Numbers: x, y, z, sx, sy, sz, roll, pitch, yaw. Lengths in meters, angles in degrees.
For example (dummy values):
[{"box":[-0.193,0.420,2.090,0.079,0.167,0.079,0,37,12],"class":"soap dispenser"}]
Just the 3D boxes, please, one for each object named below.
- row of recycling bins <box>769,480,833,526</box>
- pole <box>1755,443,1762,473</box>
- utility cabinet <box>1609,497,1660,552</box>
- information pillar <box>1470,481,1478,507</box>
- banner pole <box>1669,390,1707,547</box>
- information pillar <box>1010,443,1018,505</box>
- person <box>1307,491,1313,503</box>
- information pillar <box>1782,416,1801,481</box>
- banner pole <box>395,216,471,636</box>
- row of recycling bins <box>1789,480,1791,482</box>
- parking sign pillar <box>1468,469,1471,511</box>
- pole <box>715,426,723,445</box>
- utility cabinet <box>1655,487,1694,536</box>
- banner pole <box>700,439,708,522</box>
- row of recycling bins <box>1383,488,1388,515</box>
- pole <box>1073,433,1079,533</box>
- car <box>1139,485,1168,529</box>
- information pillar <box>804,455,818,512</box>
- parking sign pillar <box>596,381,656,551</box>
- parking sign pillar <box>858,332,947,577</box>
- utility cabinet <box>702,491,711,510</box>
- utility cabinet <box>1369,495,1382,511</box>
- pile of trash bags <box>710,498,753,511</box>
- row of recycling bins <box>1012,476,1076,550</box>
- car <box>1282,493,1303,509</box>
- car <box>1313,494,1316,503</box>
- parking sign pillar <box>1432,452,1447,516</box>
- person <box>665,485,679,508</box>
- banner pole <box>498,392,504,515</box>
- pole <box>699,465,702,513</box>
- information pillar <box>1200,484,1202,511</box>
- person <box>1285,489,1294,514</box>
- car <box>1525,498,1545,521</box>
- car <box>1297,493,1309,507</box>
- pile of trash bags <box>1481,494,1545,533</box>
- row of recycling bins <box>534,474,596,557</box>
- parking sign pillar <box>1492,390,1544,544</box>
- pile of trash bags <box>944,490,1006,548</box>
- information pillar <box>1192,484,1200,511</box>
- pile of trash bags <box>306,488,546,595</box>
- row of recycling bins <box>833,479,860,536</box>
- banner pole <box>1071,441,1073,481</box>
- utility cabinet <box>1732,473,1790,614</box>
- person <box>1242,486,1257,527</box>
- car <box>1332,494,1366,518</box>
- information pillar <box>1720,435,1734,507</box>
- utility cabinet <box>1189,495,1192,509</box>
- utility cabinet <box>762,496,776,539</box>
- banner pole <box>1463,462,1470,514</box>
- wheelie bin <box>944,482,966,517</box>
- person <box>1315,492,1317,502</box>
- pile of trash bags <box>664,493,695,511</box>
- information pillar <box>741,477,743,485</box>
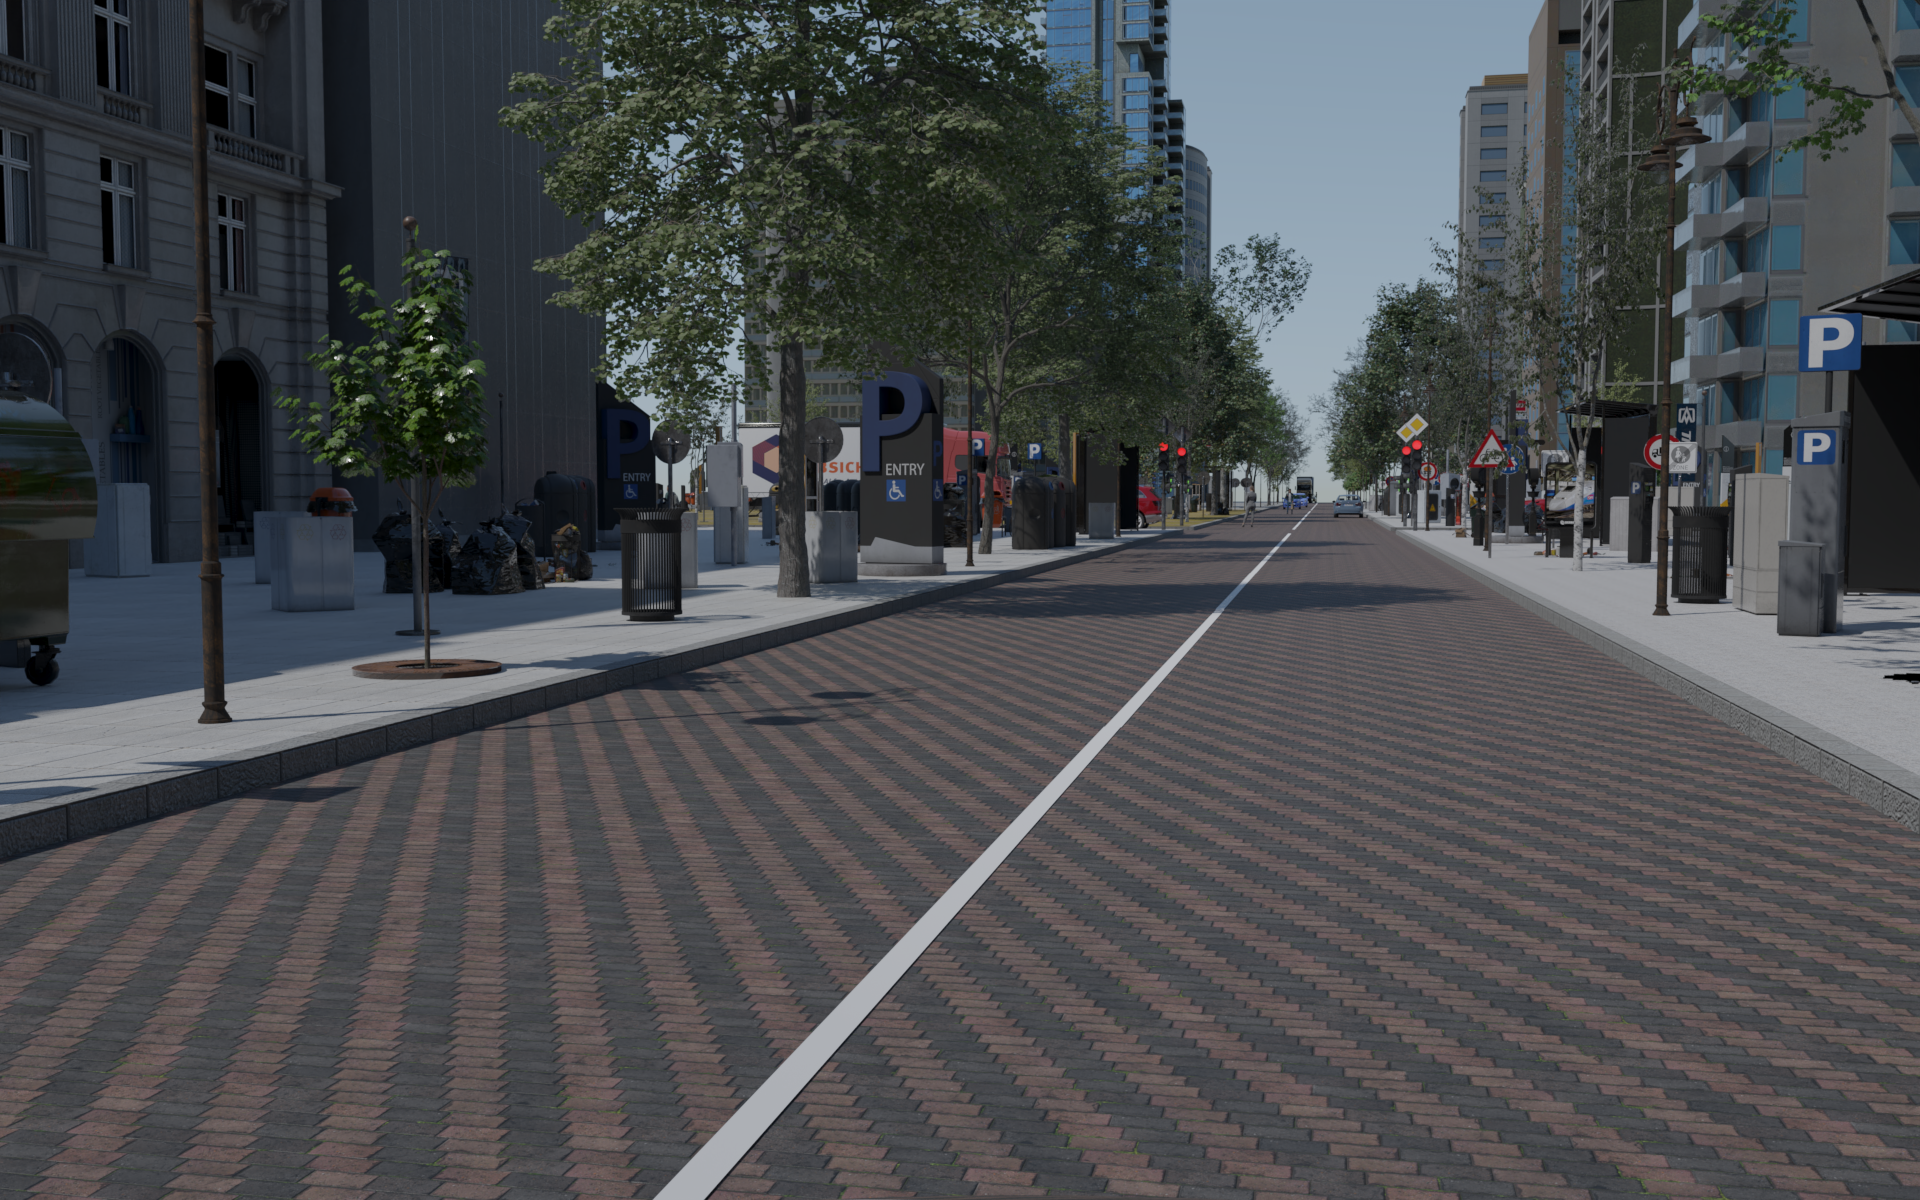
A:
[{"box":[-5.424,-3.305,61.145,3.534,1.692,1.069,3,5,42],"class":"row of recycling bins"},{"box":[31.623,-4.575,68.643,0.158,3.312,0.155,0,3,0],"class":"pole"},{"box":[15.141,-1.694,38.853,1.020,1.237,0.306,2,4,32],"class":"utility cabinet"},{"box":[28.836,-6.466,97.070,0.183,3.616,0.504,-3,4,-38],"class":"information pillar"},{"box":[17.755,-3.178,41.980,0.863,3.779,0.401,1,4,10],"class":"banner pole"},{"box":[2.373,-5.294,77.911,0.504,3.616,0.183,1,4,18],"class":"information pillar"},{"box":[53.280,-15.649,263.999,1.348,1.869,0.705,-1,4,-13],"class":"person"},{"box":[25.111,-3.728,52.305,0.183,3.616,0.504,-3,5,-42],"class":"information pillar"},{"box":[-4.818,-1.584,15.910,0.401,3.779,0.863,3,4,37],"class":"banner pole"},{"box":[20.680,-2.183,42.809,1.069,1.692,3.534,-2,4,-33],"class":"row of recycling bins"},{"box":[39.171,-8.749,131.513,1.447,3.967,1.447,3,5,41],"class":"parking sign pillar"},{"box":[-7.212,-3.551,51.908,0.158,3.312,0.155,0,3,0],"class":"pole"},{"box":[21.647,-2.687,52.617,1.173,1.500,0.318,2,4,27],"class":"utility cabinet"},{"box":[-11.597,-5.464,79.356,0.401,3.779,0.863,2,4,32],"class":"banner pole"},{"box":[26.274,-6.011,105.391,1.069,1.692,3.534,1,4,13],"class":"row of recycling bins"},{"box":[3.859,-3.897,57.553,0.158,3.312,0.155,0,3,0],"class":"pole"},{"box":[5.346,-3.562,66.914,5.304,1.827,2.281,1,4,13],"class":"car"},{"box":[-2.757,-1.629,31.132,0.304,2.012,0.304,-3,5,-43],"class":"information pillar"},{"box":[-7.682,-3.145,39.890,1.447,3.967,1.447,-2,4,-35],"class":"parking sign pillar"},{"box":[-0.925,-2.384,27.457,1.447,3.967,1.447,2,4,26],"class":"parking sign pillar"},{"box":[-20.119,-7.854,137.096,0.318,1.500,1.173,3,5,45],"class":"utility cabinet"},{"box":[32.446,-7.585,135.169,0.306,1.237,1.020,-3,5,-40],"class":"utility cabinet"},{"box":[-17.872,-7.674,135.219,3.447,1.369,1.912,0,4,5],"class":"pile of trash bags"},{"box":[1.987,-2.093,41.331,1.069,1.692,3.534,1,4,18],"class":"row of recycling bins"},{"box":[31.454,-9.444,163.994,1.945,1.707,3.694,1,4,11],"class":"car"},{"box":[58.469,-17.024,288.570,2.015,1.641,3.980,1,4,14],"class":"car"},{"box":[28.090,-6.967,102.389,1.447,3.967,1.447,0,4,-3],"class":"parking sign pillar"},{"box":[-12.063,-3.875,71.834,0.794,1.824,0.713,-2,4,-27],"class":"person"},{"box":[-11.243,-3.212,42.537,0.401,3.779,0.863,-1,4,-15],"class":"banner pole"},{"box":[-18.045,-7.740,120.398,0.158,3.312,0.155,0,3,0],"class":"pole"},{"box":[18.252,-7.810,132.186,0.304,2.012,0.304,-3,5,-43],"class":"information pillar"},{"box":[23.304,-6.950,122.113,0.794,1.824,0.713,3,4,36],"class":"person"},{"box":[22.606,-3.331,63.128,5.304,1.827,2.281,1,4,10],"class":"car"},{"box":[36.762,-10.874,187.375,1.945,1.707,3.694,1,4,11],"class":"car"},{"box":[18.257,-2.959,58.128,1.912,1.369,3.447,0,4,-8],"class":"pile of trash bags"},{"box":[-8.400,-1.813,36.754,1.069,1.692,3.534,0,4,-4],"class":"row of recycling bins"},{"box":[14.585,-3.480,45.374,1.447,3.967,1.447,1,4,16],"class":"parking sign pillar"},{"box":[-0.401,-1.973,42.014,3.447,1.369,1.912,-2,4,-33],"class":"pile of trash bags"},{"box":[17.242,-7.512,127.308,0.304,2.012,0.304,1,4,16],"class":"information pillar"},{"box":[-7.241,-0.821,23.180,3.447,1.369,1.912,1,4,18],"class":"pile of trash bags"},{"box":[-1.958,-2.663,50.648,3.534,1.692,1.069,3,4,38],"class":"row of recycling bins"},{"box":[5.463,-5.602,81.608,0.863,3.779,0.401,3,4,36],"class":"banner pole"},{"box":[8.695,-0.619,18.800,0.318,1.500,1.173,1,4,13],"class":"utility cabinet"},{"box":[12.537,-4.051,75.014,0.520,1.790,0.573,-2,4,-28],"class":"person"},{"box":[23.621,-5.702,105.232,2.014,1.417,4.499,1,4,13],"class":"car"},{"box":[30.334,-4.719,68.509,0.504,3.616,0.183,0,4,-3],"class":"information pillar"},{"box":[18.787,-7.962,141.338,0.306,1.237,1.020,2,4,29],"class":"utility cabinet"},{"box":[-5.537,-2.382,50.115,0.306,1.237,1.020,0,4,0],"class":"utility cabinet"},{"box":[32.919,-7.519,112.956,0.401,3.779,0.863,-3,4,-39],"class":"banner pole"},{"box":[-0.234,-2.380,46.820,0.693,1.594,0.980,2,4,30],"class":"wheelie bin"},{"box":[61.194,-17.682,297.611,0.705,1.823,1.348,0,4,2],"class":"person"},{"box":[-23.309,-7.963,139.947,3.447,1.369,1.912,1,4,10],"class":"pile of trash bags"},{"box":[-8.081,-3.574,62.921,0.304,2.012,0.304,1,4,20],"class":"information pillar"}]
